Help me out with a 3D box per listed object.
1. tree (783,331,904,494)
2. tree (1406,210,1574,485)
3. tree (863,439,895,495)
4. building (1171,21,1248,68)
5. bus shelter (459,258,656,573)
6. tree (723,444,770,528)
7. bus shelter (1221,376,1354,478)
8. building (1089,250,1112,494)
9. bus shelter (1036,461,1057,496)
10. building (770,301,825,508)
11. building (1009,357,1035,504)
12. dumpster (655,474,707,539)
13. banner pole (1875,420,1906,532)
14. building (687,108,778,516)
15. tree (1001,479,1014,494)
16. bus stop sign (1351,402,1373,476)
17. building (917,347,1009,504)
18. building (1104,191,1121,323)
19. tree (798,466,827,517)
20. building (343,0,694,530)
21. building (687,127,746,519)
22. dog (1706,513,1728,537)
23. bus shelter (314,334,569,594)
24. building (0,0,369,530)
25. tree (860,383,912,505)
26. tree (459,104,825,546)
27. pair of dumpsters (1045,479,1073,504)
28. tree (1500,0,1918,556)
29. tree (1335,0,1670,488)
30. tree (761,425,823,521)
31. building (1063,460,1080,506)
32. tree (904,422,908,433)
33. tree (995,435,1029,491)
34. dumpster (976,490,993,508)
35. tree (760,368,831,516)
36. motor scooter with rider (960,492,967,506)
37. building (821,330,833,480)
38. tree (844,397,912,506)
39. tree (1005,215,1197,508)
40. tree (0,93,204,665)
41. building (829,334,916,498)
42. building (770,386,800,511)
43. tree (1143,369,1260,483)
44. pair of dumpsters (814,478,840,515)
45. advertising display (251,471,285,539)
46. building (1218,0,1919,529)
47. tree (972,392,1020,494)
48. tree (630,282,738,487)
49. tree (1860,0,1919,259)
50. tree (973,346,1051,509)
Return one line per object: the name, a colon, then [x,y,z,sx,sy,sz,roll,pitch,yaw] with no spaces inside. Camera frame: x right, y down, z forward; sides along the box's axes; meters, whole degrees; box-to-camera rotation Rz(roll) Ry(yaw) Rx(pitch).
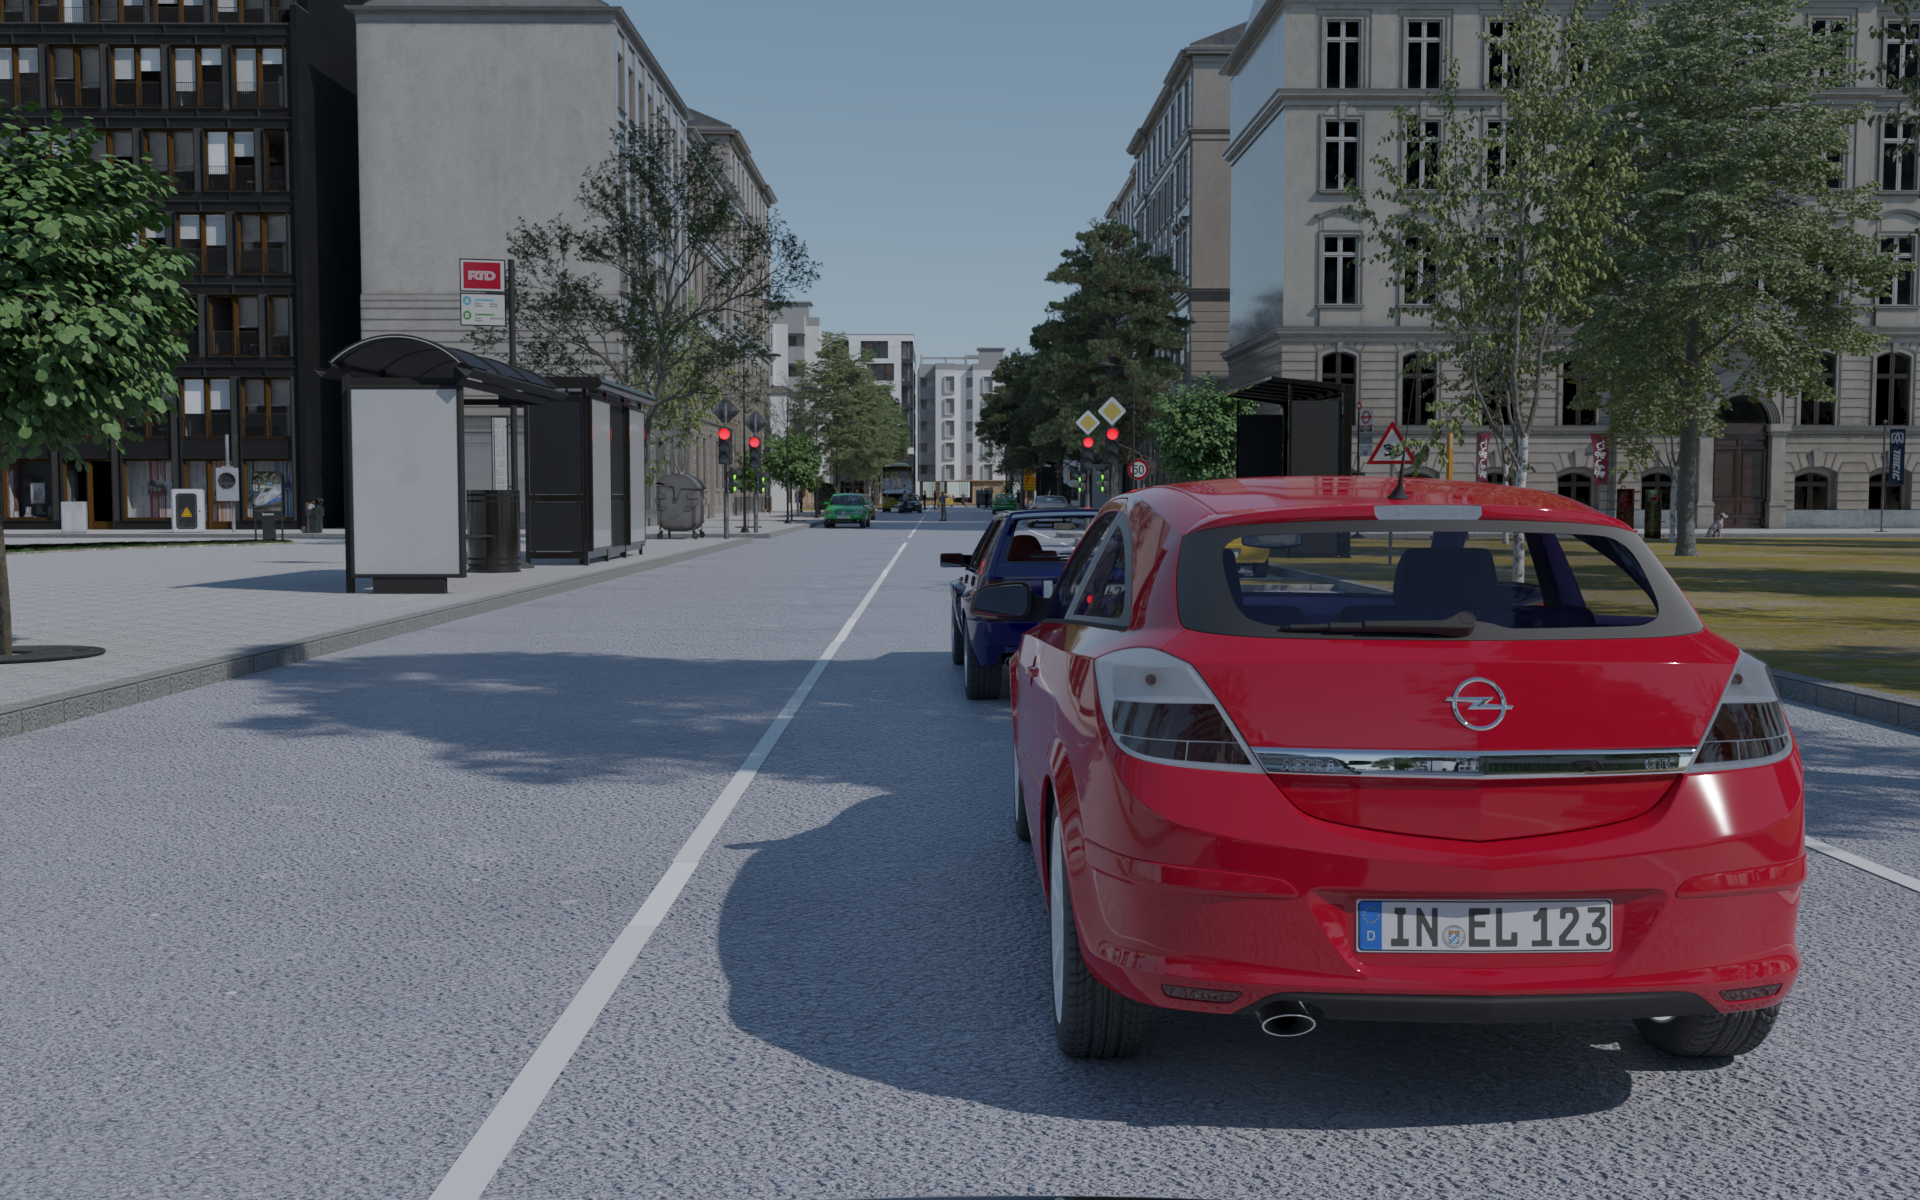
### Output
tree: [-8.539,-12.398,120.829,7.486,12.596,7.792,0,3,0]
tree: [13.769,-5.732,44.075,4.360,8.622,3.978,0,3,0]
tree: [-8.808,-13.568,172.197,4.737,8.622,4.395,0,3,0]
building: [16.582,-18.221,95.171,12.463,27.353,25.104,0,4,-1]
bus shelter: [-7.462,-3.343,32.282,2.179,5.291,8.768,0,4,-1]
tree: [-8.017,-4.358,65.862,1.663,3.219,1.824,0,3,0]
bus shelter: [7.018,-2.835,37.640,1.731,3.624,6.357,0,4,-1]
building: [24.794,-19.252,158.749,27.936,21.610,32.646,0,4,-1]
bus shelter: [5.864,-7.821,119.164,1.731,3.624,6.357,0,4,0]
building: [-21.072,-19.028,167.534,16.016,20.091,11.380,0,4,-1]
building: [11.472,-22.824,229.594,11.380,20.091,16.016,0,4,-1]
dumpster: [-7.998,-2.681,49.590,1.264,1.857,1.865,0,4,-1]
banner pole: [31.425,-4.186,58.461,0.863,3.779,0.401,2,4,29]
building: [-19.209,-19.331,113.322,12.463,27.353,25.104,0,4,-1]
tree: [5.706,-12.543,199.672,1.663,3.219,1.824,0,3,0]
bus stop sign: [11.588,-3.736,49.793,0.416,3.939,0.855,-2,4,-24]
building: [0.091,-22.825,229.615,11.380,20.091,16.016,0,4,-1]
building: [17.282,-19.754,120.239,12.463,27.353,25.104,0,4,-1]
tree: [-8.279,-6.157,95.261,1.663,3.219,1.824,0,3,0]
building: [-16.971,-13.555,70.782,9.793,20.994,18.267,0,4,-1]
building: [-18.075,-15.550,90.394,11.583,22.565,21.152,0,4,-1]
dog: [24.098,-2.362,55.460,0.513,0.831,0.800,-2,4,-31]
bus shelter: [-7.169,-1.882,24.696,2.014,3.302,5.546,0,4,-1]
building: [-31.395,-14.549,67.554,15.834,23.373,12.332,0,4,-1]
tree: [-9.529,-17.779,198.108,7.806,13.903,7.818,0,3,0]
tree: [-7.816,-6.589,42.151,8.767,10.594,7.601,-1,4,-21]
pair of dumpsters: [6.426,-6.708,112.176,1.574,2.255,4.436,0,4,-1]
tree: [15.008,-7.154,35.100,7.486,12.596,7.792,0,3,0]
tree: [7.244,-4.418,22.592,4.737,8.622,4.395,0,3,0]
tree: [-8.063,-6.089,83.269,4.285,4.588,4.351,0,3,0]
building: [14.697,-15.116,189.298,9.099,9.664,28.070,0,4,-1]
tree: [-8.519,-14.430,154.065,7.486,12.596,7.792,0,3,0]
tree: [5.429,-12.604,156.443,4.360,8.622,3.978,0,3,0]
dumpster: [2.528,-10.474,179.466,1.865,1.857,1.264,0,3,0]
tree: [-9.674,-9.182,100.492,4.360,8.622,3.978,0,3,0]
motor scooter with rider: [0.492,-12.131,207.306,0.876,1.779,1.986,0,4,-1]
building: [-30.611,-20.110,195.258,31.486,18.905,16.747,0,4,-1]
tree: [-8.718,-15.556,180.095,9.928,11.665,9.643,0,3,0]
tree: [5.896,-8.859,66.907,6.751,12.117,7.091,0,3,0]
tree: [-7.543,-1.828,13.606,4.285,4.588,4.351,0,3,0]
building: [-22.394,-23.912,234.938,32.646,21.610,27.936,0,4,-1]
building: [-18.149,-12.603,148.199,9.099,9.664,28.070,0,4,-1]
tree: [6.426,-3.788,45.655,4.285,4.588,4.351,0,3,0]
pair of dumpsters: [-8.200,-6.305,105.582,1.574,2.255,4.436,0,4,-1]
advertising display: [-19.445,-2.660,48.708,0.974,1.923,0.123,1,4,13]
building: [28.651,-15.265,68.670,34.723,24.649,14.460,0,4,-1]
tree: [5.044,-14.910,169.533,9.928,11.665,9.643,0,3,0]
tree: [-9.834,-6.754,60.786,4.737,8.622,4.395,0,3,0]
tree: [10.554,-4.055,16.656,4.360,8.622,3.978,0,3,0]
tree: [5.238,-14.690,147.599,7.806,13.903,7.818,0,3,0]
